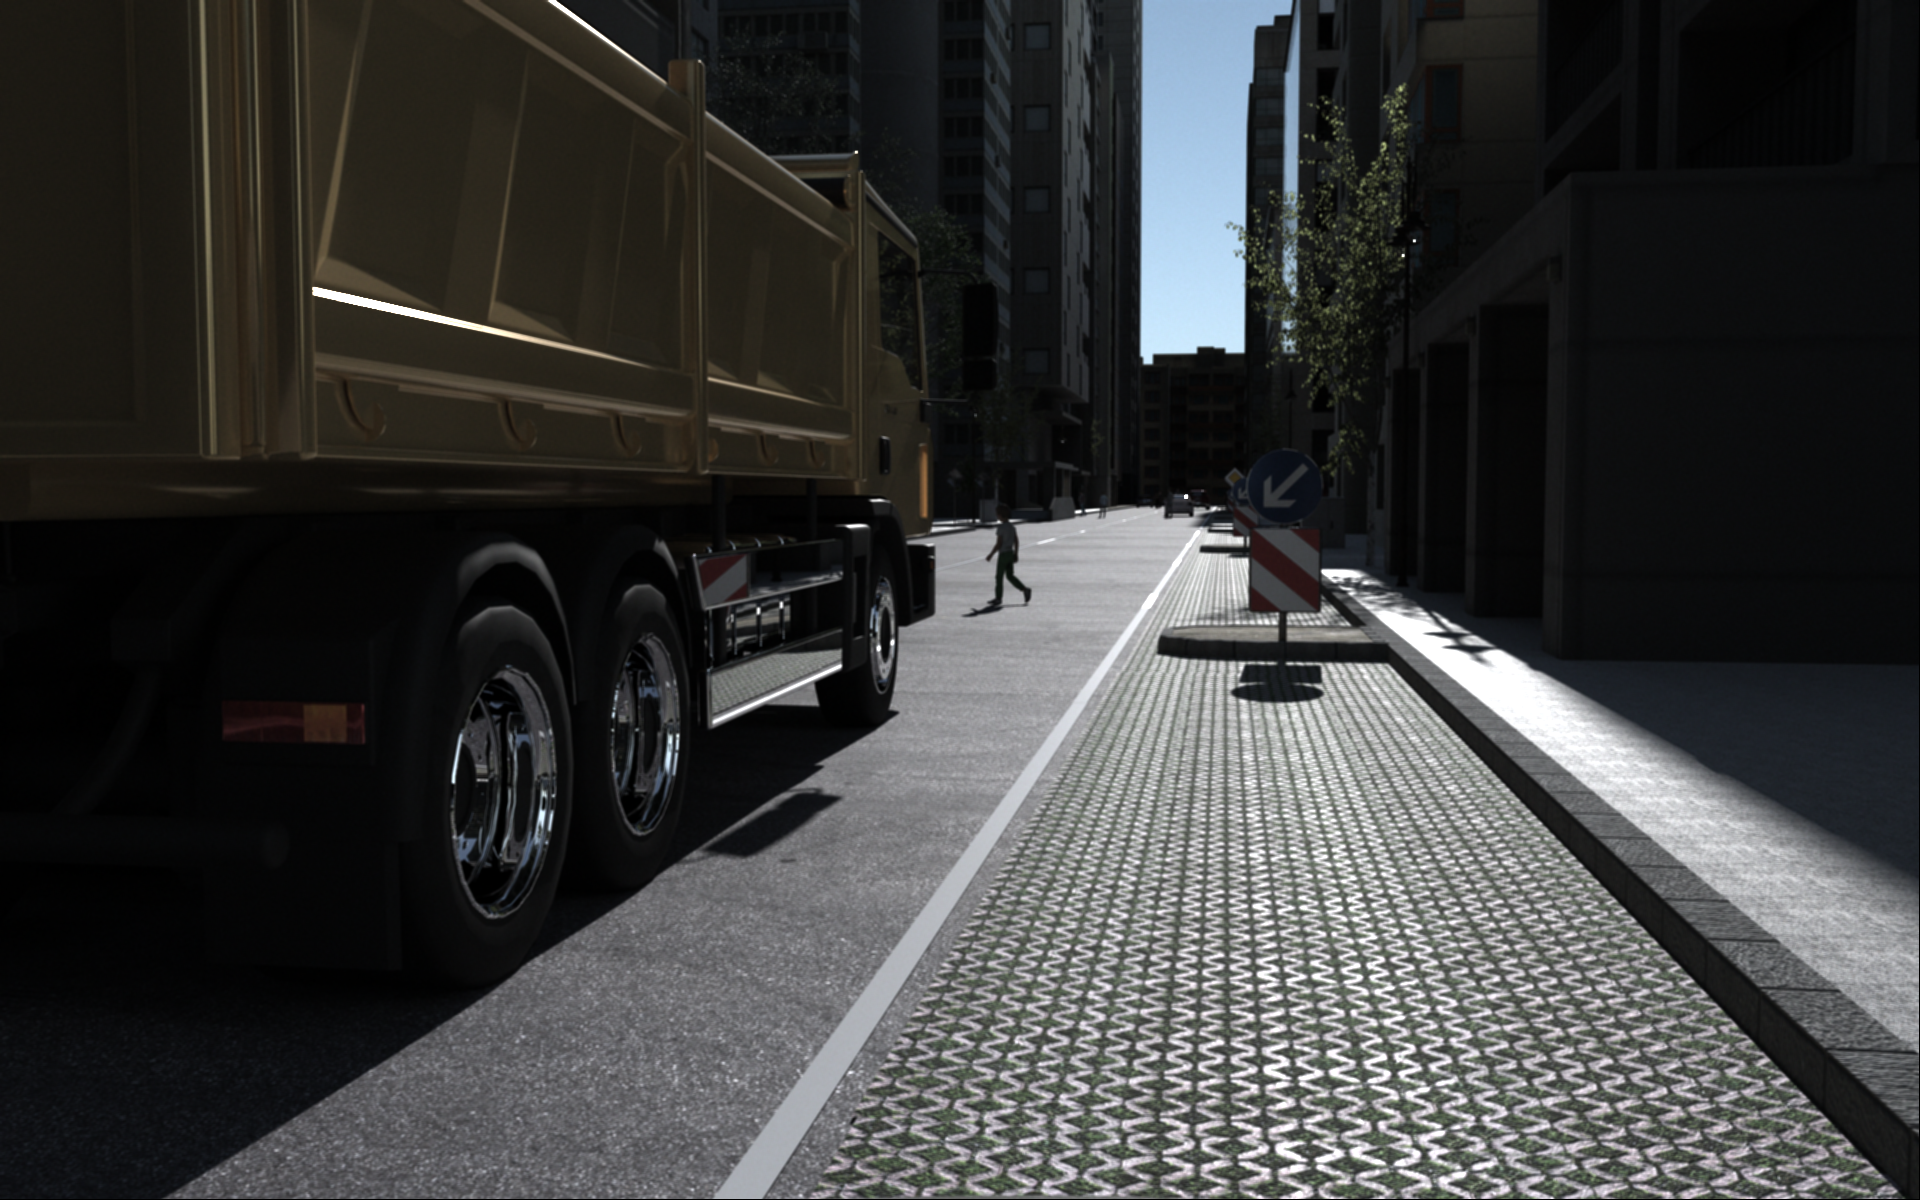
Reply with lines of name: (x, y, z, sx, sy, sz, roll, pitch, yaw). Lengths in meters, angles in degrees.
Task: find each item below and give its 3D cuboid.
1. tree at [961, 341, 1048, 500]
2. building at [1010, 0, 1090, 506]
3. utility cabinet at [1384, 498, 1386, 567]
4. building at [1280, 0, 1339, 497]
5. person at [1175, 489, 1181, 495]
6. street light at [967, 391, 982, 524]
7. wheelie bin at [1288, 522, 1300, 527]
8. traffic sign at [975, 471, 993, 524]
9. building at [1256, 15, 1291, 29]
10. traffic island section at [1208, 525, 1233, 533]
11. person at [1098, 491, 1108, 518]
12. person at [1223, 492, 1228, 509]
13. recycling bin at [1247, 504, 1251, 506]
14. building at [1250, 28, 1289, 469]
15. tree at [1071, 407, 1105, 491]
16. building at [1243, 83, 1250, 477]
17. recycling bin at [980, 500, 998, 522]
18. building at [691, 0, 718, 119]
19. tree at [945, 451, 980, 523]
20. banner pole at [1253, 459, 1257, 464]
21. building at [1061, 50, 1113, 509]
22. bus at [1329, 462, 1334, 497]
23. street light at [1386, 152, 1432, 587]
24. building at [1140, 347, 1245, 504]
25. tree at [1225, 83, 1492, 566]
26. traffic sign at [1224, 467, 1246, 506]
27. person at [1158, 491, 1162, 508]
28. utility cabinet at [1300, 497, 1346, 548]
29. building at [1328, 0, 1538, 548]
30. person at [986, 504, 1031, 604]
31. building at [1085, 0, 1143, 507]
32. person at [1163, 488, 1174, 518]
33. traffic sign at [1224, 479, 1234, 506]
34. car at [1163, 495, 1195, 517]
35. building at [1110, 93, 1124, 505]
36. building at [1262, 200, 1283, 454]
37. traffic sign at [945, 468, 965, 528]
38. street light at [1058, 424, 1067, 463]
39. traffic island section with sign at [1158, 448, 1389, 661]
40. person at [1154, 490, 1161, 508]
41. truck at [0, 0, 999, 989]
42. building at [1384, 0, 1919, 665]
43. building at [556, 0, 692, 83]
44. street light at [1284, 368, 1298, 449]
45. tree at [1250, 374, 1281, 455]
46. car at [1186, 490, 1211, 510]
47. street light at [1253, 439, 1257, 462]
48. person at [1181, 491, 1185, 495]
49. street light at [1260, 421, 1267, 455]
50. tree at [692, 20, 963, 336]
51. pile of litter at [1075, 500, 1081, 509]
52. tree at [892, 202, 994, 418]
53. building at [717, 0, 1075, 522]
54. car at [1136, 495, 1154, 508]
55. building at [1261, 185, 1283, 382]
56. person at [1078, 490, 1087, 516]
tree: (1.953, -8.046, 81.919, 4.737, 8.622, 4.395, 0, 3, 0)
building: (-4.432, -33.114, 130.657, 28.713, 52.752, 27.495, 1, 4, 9)
utility cabinet: (7.802, -1.149, 29.947, 0.306, 1.237, 1.020, -2, 4, -30)
building: (32.217, -16.759, 78.533, 34.151, 26.468, 19.350, 1, 4, 9)
person: (17.328, -7.940, 138.192, 0.514, 1.842, 0.818, -3, 5, -41)
street light: (0.597, -6.223, 74.526, 0.468, 5.910, 1.993, 1, 4, 9)
wheelie bin: (11.431, -3.086, 58.364, 0.980, 1.594, 0.693, 0, 4, -7)
traffic sign: (1.008, -4.320, 74.269, 0.795, 2.450, 0.064, 1, 4, 9)
building: (39.867, -33.540, 172.080, 21.300, 48.544, 21.600, 1, 4, 9)
traffic island section: (10.297, -2.603, 64.835, 2.009, 0.180, 2.903, 1, 4, 9)
person: (8.629, -5.745, 104.236, 0.589, 1.601, 0.330, -1, 4, -14)
person: (25.626, -9.617, 167.212, 0.415, 1.643, 0.593, 0, 4, -6)
recycling bin: (23.146, -7.641, 137.483, 0.722, 1.027, 0.722, 2, 4, 25)
building: (33.247, -28.850, 155.296, 14.154, 41.232, 14.086, 1, 4, 9)
tree: (10.083, -11.970, 146.077, 4.360, 8.622, 3.978, 0, 3, 0)
building: (42.966, -34.918, 194.610, 21.300, 48.544, 21.600, 1, 4, 9)
recycling bin: (1.305, -4.063, 78.983, 0.722, 1.027, 0.722, -1, 4, -10)
building: (-16.282, -23.026, 60.073, 14.086, 41.232, 14.154, 1, 4, 9)
tree: (0.398, -5.059, 77.318, 1.663, 3.219, 1.824, 0, 3, 0)
banner pole: (20.876, -8.114, 122.686, 0.401, 3.779, 0.863, 2, 4, 24)
building: (6.252, -28.901, 156.128, 14.154, 41.232, 14.086, 1, 4, 9)
bus: (21.167, -4.428, 67.262, 13.247, 3.499, 2.948, 0, 4, 7)
street light: (6.140, -3.123, 23.855, 0.468, 5.910, 1.993, 1, 4, 9)
building: (35.291, -24.351, 243.185, 28.899, 21.520, 27.650, 1, 4, 9)
tree: (7.106, -4.917, 30.760, 4.360, 8.622, 3.978, 0, 3, 0)
traffic sign: (10.272, -3.738, 64.762, 0.795, 2.450, 0.064, 1, 4, 9)
person: (20.878, -10.570, 182.124, 0.742, 1.727, 0.445, 2, 4, 32)
utility cabinet: (8.592, -1.827, 41.034, 1.020, 1.237, 0.306, 0, 4, 1)
building: (25.095, -12.368, 47.255, 27.650, 21.520, 28.899, 1, 4, 9)
person: (0.636, -0.602, 22.590, 0.590, 1.304, 0.306, 1, 4, 19)
building: (11.708, -47.477, 214.493, 20.611, 71.187, 20.563, 1, 4, 9)
person: (12.417, -5.774, 103.110, 0.583, 1.804, 0.606, 2, 4, 32)
traffic sign: (11.478, -4.221, 72.655, 0.795, 2.450, 0.064, 1, 4, 9)
car: (14.124, -6.071, 111.629, 2.083, 1.381, 4.827, 0, 4, 7)
building: (10.628, -33.079, 190.953, 14.600, 45.320, 14.200, 1, 4, 9)
building: (24.671, -16.082, 112.088, 9.793, 20.994, 18.267, 1, 4, 9)
traffic sign: (-0.198, -3.837, 66.375, 0.795, 2.450, 0.064, 1, 4, 9)
street light: (6.704, -8.614, 113.633, 0.468, 5.910, 1.993, 1, 4, 9)
traffic island section with sign: (2.836, -0.443, 15.864, 1.989, 1.847, 2.006, 1, 4, 9)
person: (19.692, -10.053, 172.879, 0.705, 1.823, 1.348, -1, 4, -23)
truck: (-2.001, -0.785, 8.760, 3.469, 3.379, 9.791, 1, 4, 9)
building: (15.407, -35.223, 14.142, 20.563, 71.187, 20.611, 1, 4, 9)
building: (-17.329, -24.485, 24.024, 21.300, 48.544, 21.600, 1, 4, 9)
street light: (12.128, -5.557, 63.644, 0.468, 5.910, 1.993, 1, 4, 9)
tree: (19.015, -9.252, 101.632, 4.737, 8.622, 4.395, 0, 3, 0)
car: (21.697, -9.105, 157.537, 2.281, 1.827, 5.304, 1, 4, 10)
street light: (24.917, -10.608, 146.234, 0.468, 5.910, 1.993, 1, 4, 9)
person: (24.790, -11.222, 191.988, 0.705, 1.823, 1.348, 3, 5, 44)
street light: (18.787, -8.217, 107.131, 0.468, 5.910, 1.993, 1, 4, 9)
tree: (-5.015, -8.235, 45.017, 12.009, 13.543, 11.850, 0, 3, 0)
pile of litter: (9.910, -8.172, 147.577, 1.176, 0.858, 1.719, 2, 4, 29)
tree: (-2.407, -8.126, 58.619, 9.928, 11.665, 9.643, 0, 3, 0)
building: (-10.089, -24.829, 97.831, 32.217, 40.220, 23.993, 1, 4, 9)
car: (19.575, -10.449, 183.425, 1.945, 1.354, 3.894, 0, 4, 7)
building: (29.608, -20.537, 133.039, 12.463, 27.353, 25.104, 1, 4, 9)
person: (7.897, -6.259, 111.672, 0.643, 1.720, 0.563, 0, 4, -7)
